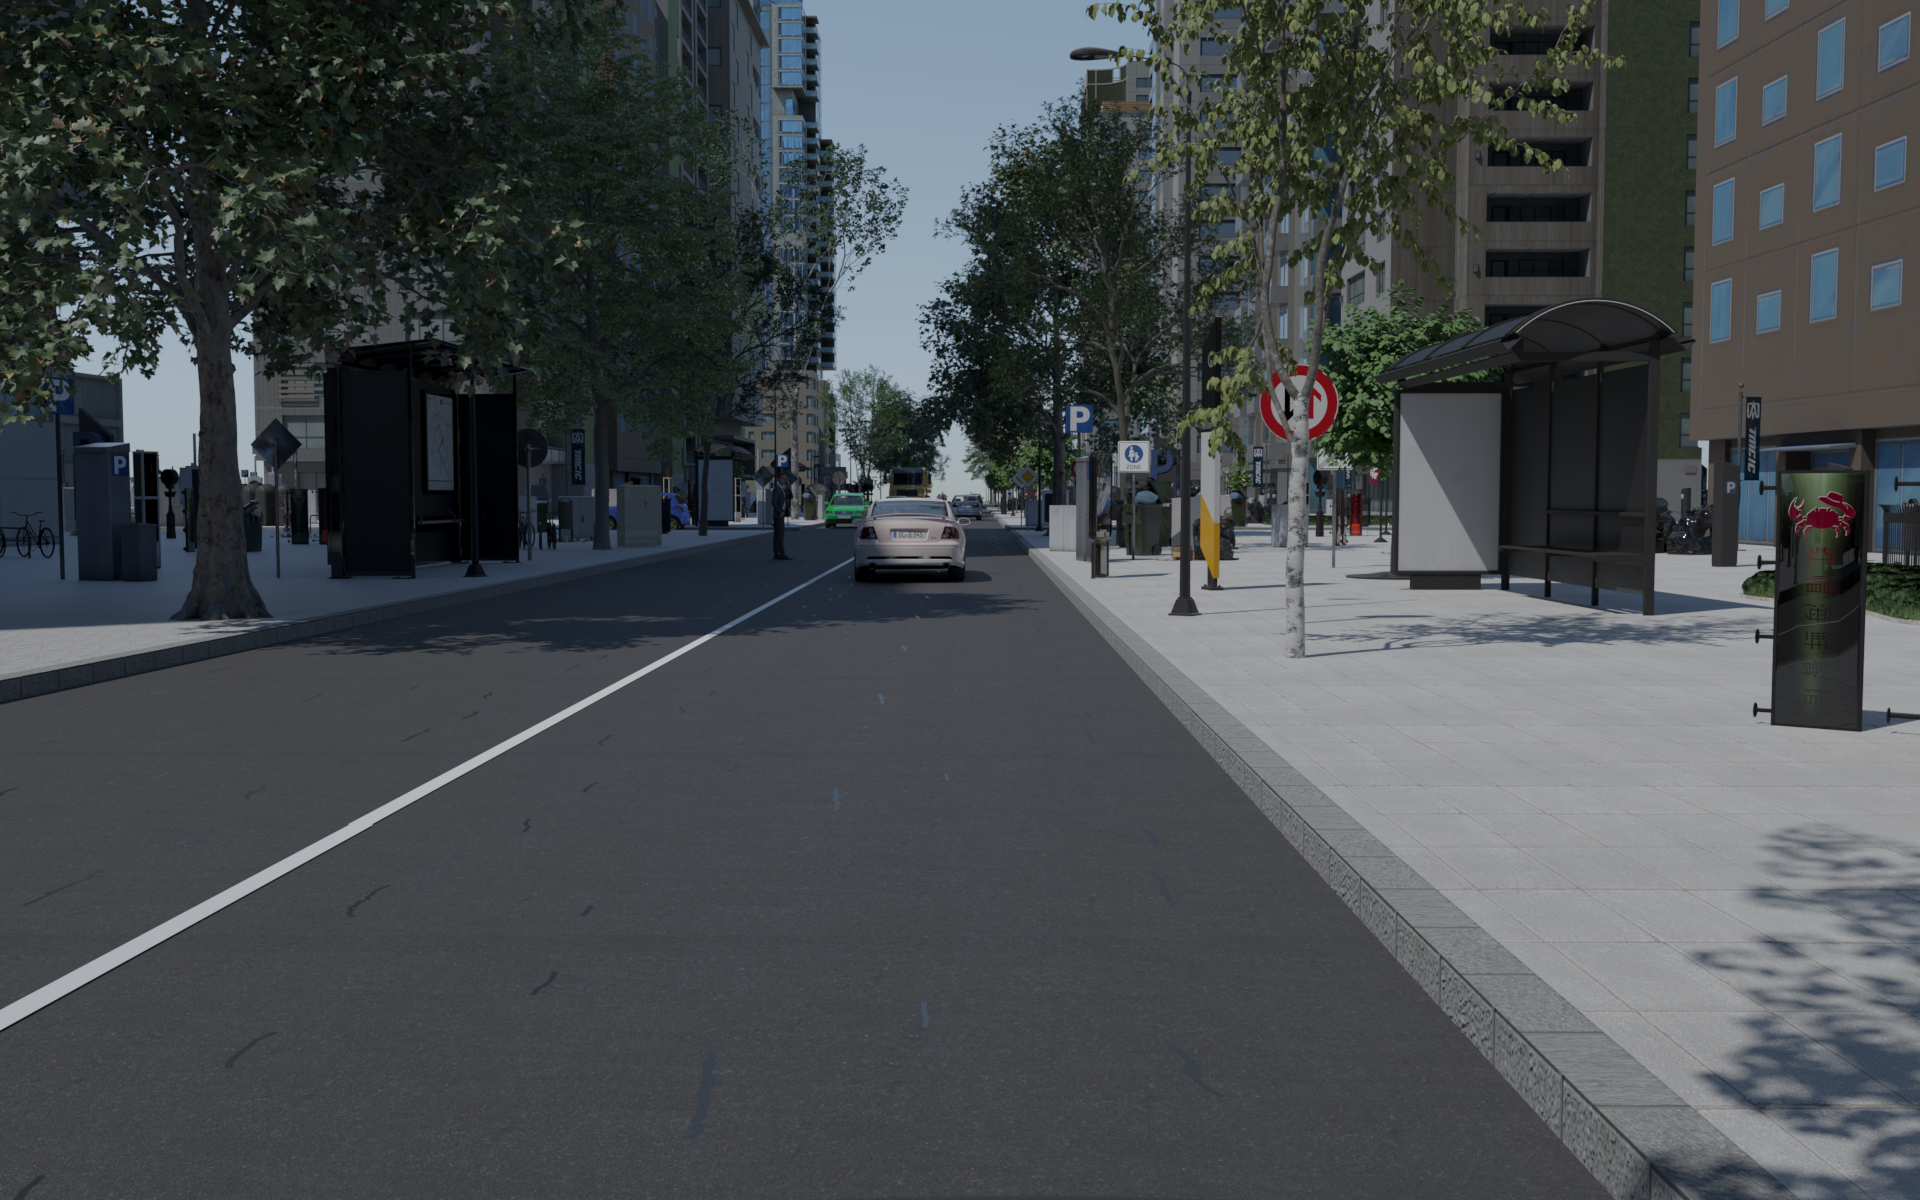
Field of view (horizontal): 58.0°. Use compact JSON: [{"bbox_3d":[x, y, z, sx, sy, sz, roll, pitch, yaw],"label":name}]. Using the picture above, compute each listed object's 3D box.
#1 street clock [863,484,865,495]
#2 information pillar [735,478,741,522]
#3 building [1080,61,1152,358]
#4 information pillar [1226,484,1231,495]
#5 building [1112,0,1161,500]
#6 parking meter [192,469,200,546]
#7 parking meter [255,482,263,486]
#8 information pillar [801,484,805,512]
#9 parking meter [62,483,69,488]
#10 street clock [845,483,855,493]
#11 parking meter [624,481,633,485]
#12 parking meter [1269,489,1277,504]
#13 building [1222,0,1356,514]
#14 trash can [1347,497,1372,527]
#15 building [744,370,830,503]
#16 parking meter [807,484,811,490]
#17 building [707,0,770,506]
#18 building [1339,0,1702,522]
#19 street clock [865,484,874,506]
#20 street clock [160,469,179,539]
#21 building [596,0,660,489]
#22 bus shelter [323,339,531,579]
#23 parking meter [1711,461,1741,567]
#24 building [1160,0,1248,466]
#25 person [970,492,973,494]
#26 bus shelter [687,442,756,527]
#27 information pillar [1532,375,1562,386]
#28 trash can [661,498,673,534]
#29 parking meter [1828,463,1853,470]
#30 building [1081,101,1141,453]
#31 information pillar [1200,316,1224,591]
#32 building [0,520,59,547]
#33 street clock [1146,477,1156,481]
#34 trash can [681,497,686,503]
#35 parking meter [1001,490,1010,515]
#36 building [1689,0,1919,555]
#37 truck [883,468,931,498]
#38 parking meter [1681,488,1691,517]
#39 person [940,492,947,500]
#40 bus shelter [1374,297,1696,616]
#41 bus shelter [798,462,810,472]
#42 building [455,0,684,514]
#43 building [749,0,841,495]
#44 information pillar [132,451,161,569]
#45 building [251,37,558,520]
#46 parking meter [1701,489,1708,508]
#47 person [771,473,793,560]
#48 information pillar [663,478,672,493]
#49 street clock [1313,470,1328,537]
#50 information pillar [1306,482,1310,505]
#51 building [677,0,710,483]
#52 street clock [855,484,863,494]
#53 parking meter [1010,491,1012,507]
[{"bbox_3d":[-6.947,-7.467,126.658,0.471,2.002,0.358,-1,4,-17],"label":"street clock"},{"bbox_3d":[-10.230,-4.578,79.346,0.304,2.012,0.304,-3,4,-38],"label":"information pillar"},{"bbox_3d":[28.828,-52.162,291.104,20.563,71.187,20.611,0,4,0],"label":"building"},{"bbox_3d":[18.254,-6.914,117.529,0.304,2.012,0.304,-2,4,-28],"label":"information pillar"},{"bbox_3d":[29.151,-53.533,187.928,22.319,86.520,31.000,0,4,0],"label":"building"},{"bbox_3d":[-17.798,-2.141,40.716,0.255,1.863,0.399,3,4,38],"label":"parking meter"},{"bbox_3d":[-34.327,-4.844,84.917,0.255,1.863,0.399,2,4,27],"label":"parking meter"},{"bbox_3d":[-10.995,-7.157,121.502,0.304,2.012,0.304,0,4,-2],"label":"information pillar"},{"bbox_3d":[-45.657,-5.050,88.285,0.399,1.863,0.255,0,4,2],"label":"parking meter"},{"bbox_3d":[-7.345,-6.708,114.246,0.471,2.002,0.358,-1,4,-19],"label":"street clock"},{"bbox_3d":[-15.045,-4.455,78.555,0.399,1.863,0.255,0,4,3],"label":"parking meter"},{"bbox_3d":[16.346,-5.017,90.440,0.372,1.533,0.369,0,3,0],"label":"parking meter"},{"bbox_3d":[31.875,-30.777,122.815,23.786,49.044,30.456,0,4,0],"label":"building"},{"bbox_3d":[15.735,-3.427,67.684,0.748,1.137,0.748,0,3,0],"label":"trash can"},{"bbox_3d":[-34.230,-25.173,256.620,27.650,21.520,28.899,0,4,0],"label":"building"},{"bbox_3d":[-8.681,-5.812,100.745,0.399,1.863,0.255,3,4,38],"label":"parking meter"},{"bbox_3d":[-35.082,-36.007,177.951,28.713,52.752,27.495,0,4,0],"label":"building"},{"bbox_3d":[27.287,-19.217,85.908,14.107,30.474,14.160,0,4,0],"label":"building"},{"bbox_3d":[-6.425,-7.390,125.389,0.358,2.002,0.471,1,4,18],"label":"street clock"},{"bbox_3d":[-22.740,-2.771,49.870,0.471,2.002,0.358,1,4,19],"label":"street clock"},{"bbox_3d":[-27.610,-28.185,110.935,14.600,45.320,14.200,0,4,0],"label":"building"},{"bbox_3d":[-8.741,-2.318,29.178,1.731,3.624,6.357,0,4,1],"label":"bus shelter"},{"bbox_3d":[13.490,-1.516,30.493,0.399,1.863,0.255,-1,4,-12],"label":"parking meter"},{"bbox_3d":[28.876,-37.722,158.755,21.231,58.520,28.212,0,4,0],"label":"building"},{"bbox_3d":[1.666,-15.845,267.439,0.709,1.838,0.599,-3,4,-39],"label":"person"},{"bbox_3d":[-9.594,-4.670,70.270,2.014,3.302,5.546,0,4,0],"label":"bus shelter"},{"bbox_3d":[9.928,-2.323,29.328,0.504,3.616,0.183,1,4,18],"label":"information pillar"},{"bbox_3d":[-9.671,-2.717,56.079,0.748,1.137,0.748,0,3,0],"label":"trash can"},{"bbox_3d":[16.536,-1.642,32.557,0.255,1.863,0.399,-2,4,-30],"label":"parking meter"},{"bbox_3d":[29.187,-44.315,266.556,21.231,58.520,28.212,0,4,0],"label":"building"},{"bbox_3d":[3.354,-1.944,23.135,0.183,3.616,0.504,-1,4,-14],"label":"information pillar"},{"bbox_3d":[-35.391,-27.081,32.006,27.495,52.752,28.713,0,4,0],"label":"building"},{"bbox_3d":[8.117,-4.233,73.785,0.471,2.002,0.358,2,4,23],"label":"street clock"},{"bbox_3d":[-13.590,-4.407,83.715,0.748,1.137,0.748,0,3,0],"label":"trash can"},{"bbox_3d":[2.747,-6.115,108.394,0.372,1.533,0.369,0,3,0],"label":"parking meter"},{"bbox_3d":[26.321,-23.717,37.885,14.600,45.320,14.200,0,4,0],"label":"building"},{"bbox_3d":[-3.653,-8.117,128.640,3.469,3.379,9.791,0,4,2],"label":"truck"},{"bbox_3d":[29.150,-3.739,69.544,0.372,1.533,0.369,0,3,0],"label":"parking meter"},{"bbox_3d":[-2.261,-13.680,232.850,0.721,1.739,1.217,3,5,44],"label":"person"},{"bbox_3d":[6.563,-1.633,20.621,2.014,3.302,5.546,0,4,0],"label":"bus shelter"},{"bbox_3d":[-10.388,-6.817,105.374,2.014,3.302,5.546,0,4,1],"label":"bus shelter"},{"bbox_3d":[-29.584,-27.497,133.177,14.154,41.232,14.086,0,4,0],"label":"building"},{"bbox_3d":[-30.508,-59.447,284.636,22.319,86.520,31.000,0,4,0],"label":"building"},{"bbox_3d":[-13.970,-1.545,29.757,0.304,2.012,0.304,2,4,35],"label":"information pillar"},{"bbox_3d":[-26.974,-24.793,88.953,14.154,41.232,14.086,0,4,0],"label":"building"},{"bbox_3d":[38.865,-5.022,90.519,0.372,1.533,0.369,0,3,0],"label":"parking meter"},{"bbox_3d":[-3.885,-1.843,38.002,0.474,1.900,0.648,0,4,-2],"label":"person"},{"bbox_3d":[-13.027,-4.450,77.256,0.304,2.012,0.304,1,4,18],"label":"information pillar"},{"bbox_3d":[10.789,-2.894,51.888,0.358,2.002,0.471,-1,4,-23],"label":"street clock"},{"bbox_3d":[21.145,-6.196,105.799,0.304,2.012,0.304,-1,4,-19],"label":"information pillar"},{"bbox_3d":[-30.919,-43.716,153.001,20.563,71.187,20.611,0,4,0],"label":"building"},{"bbox_3d":[-7.486,-7.394,125.454,0.471,2.002,0.358,-1,4,-16],"label":"street clock"},{"bbox_3d":[3.951,-7.927,138.009,0.372,1.533,0.369,0,3,0],"label":"parking meter"}]
